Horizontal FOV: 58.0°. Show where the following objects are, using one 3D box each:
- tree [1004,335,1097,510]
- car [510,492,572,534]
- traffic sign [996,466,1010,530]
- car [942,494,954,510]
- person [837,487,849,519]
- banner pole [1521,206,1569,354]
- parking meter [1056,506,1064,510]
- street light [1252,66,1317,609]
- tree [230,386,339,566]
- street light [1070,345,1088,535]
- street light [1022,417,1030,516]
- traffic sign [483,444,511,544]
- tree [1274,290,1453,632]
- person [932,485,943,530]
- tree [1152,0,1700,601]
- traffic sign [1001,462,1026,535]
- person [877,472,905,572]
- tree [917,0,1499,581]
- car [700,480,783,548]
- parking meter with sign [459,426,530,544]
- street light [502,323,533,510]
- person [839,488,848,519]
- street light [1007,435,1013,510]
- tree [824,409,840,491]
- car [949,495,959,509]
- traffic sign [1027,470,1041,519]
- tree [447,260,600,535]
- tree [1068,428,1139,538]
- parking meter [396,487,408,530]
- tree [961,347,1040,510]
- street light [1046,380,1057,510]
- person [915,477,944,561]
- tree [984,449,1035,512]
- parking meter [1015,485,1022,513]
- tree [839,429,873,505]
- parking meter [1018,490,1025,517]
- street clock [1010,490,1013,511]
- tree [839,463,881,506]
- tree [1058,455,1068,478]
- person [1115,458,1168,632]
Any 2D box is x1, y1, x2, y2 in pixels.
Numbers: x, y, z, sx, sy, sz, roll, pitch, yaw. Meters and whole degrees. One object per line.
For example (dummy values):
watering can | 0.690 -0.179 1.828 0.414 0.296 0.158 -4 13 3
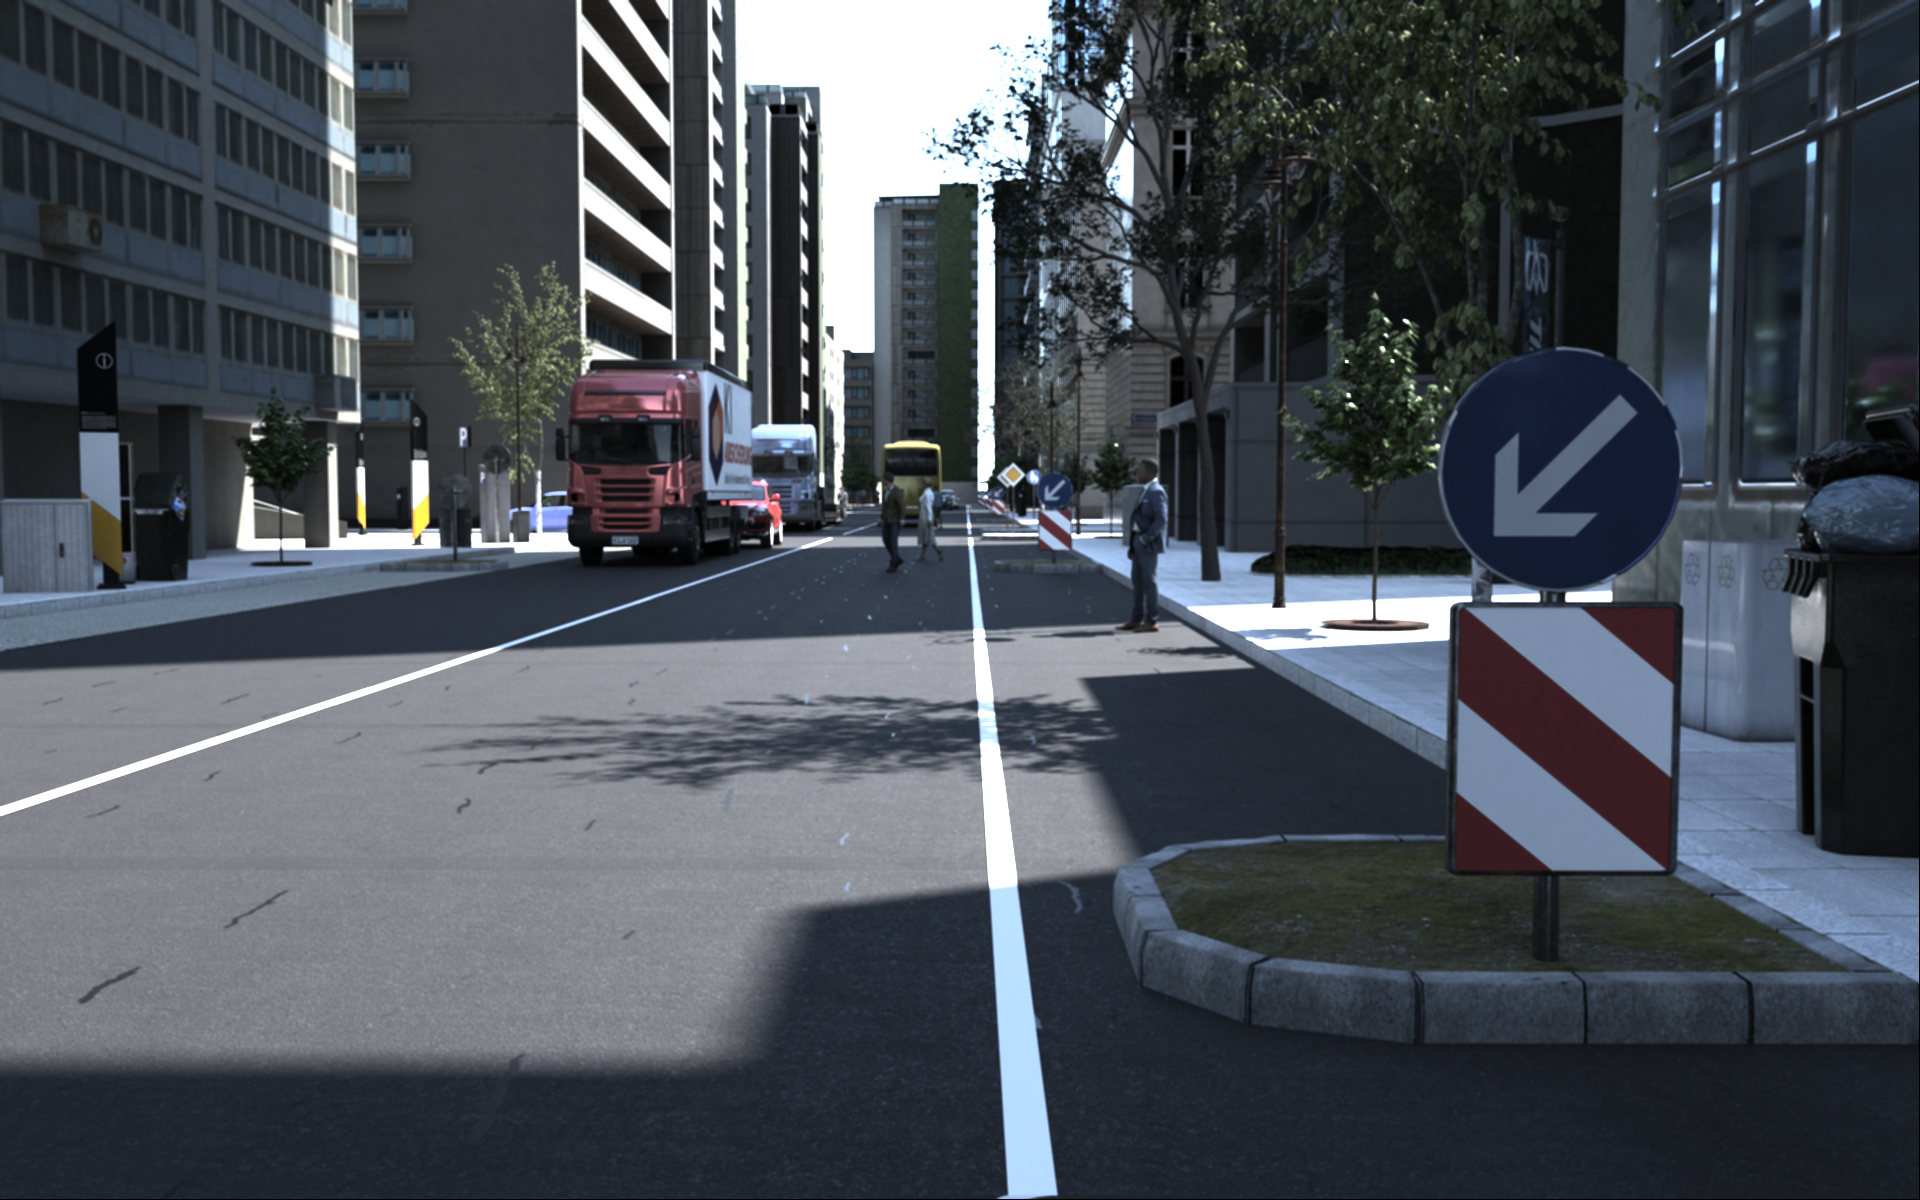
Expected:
tree | 4.134 -8.000 81.165 4.360 8.622 3.978 0 3 0
car | -13.760 -3.026 59.060 3.694 1.707 1.945 0 3 0
traffic sign | 1.702 -3.596 62.432 0.795 2.450 0.064 0 4 0
car | -1.579 -8.706 154.145 2.131 1.459 4.920 0 4 -1
person | -6.810 -5.578 99.483 0.659 1.850 0.755 2 4 29
banner pole | 5.062 -1.530 15.030 0.863 3.779 0.401 -3 5 -42
parking meter | 3.981 -3.714 69.127 0.372 1.533 0.369 0 3 0
street light | 3.589 -2.844 19.295 0.468 5.910 1.993 0 4 0
tree | -12.356 -2.240 31.225 1.663 3.219 1.824 0 3 0
street light | 3.696 -4.959 53.875 0.468 5.910 1.993 0 4 0
street light | 3.920 -7.997 103.546 0.468 5.910 1.993 0 4 0
traffic sign | -11.831 -2.699 44.241 0.768 2.556 0.104 1 4 10
tree | 3.849 -1.343 16.567 1.663 3.219 1.824 0 3 0
person | -0.897 -3.680 69.016 0.601 1.785 0.444 -2 4 -34
tree | 3.456 -3.774 12.070 4.737 8.622 4.395 0 3 0
traffic sign | 1.674 -3.107 54.447 0.795 2.450 0.064 0 4 0
person | -1.272 -1.449 32.099 0.656 1.842 0.836 1 4 19
tree | 3.705 -5.582 25.673 8.767 10.594 7.601 0 4 -6
car | -6.017 -2.372 47.450 2.281 1.827 5.304 0 4 -2
parking meter with sign | -12.101 -2.989 45.125 1.738 3.016 0.543 -3 5 -41
street light | -11.938 -4.529 46.841 0.468 5.910 1.993 0 4 0
person | -6.643 -5.464 98.044 0.583 1.804 0.606 -2 4 -33
street light | 3.988 -10.020 136.617 0.468 5.910 1.993 0 4 0
tree | -11.733 -11.687 141.441 4.360 8.622 3.978 0 3 0
car | -1.072 -9.450 166.874 2.083 1.381 4.827 0 4 -1
traffic sign | 3.851 -5.499 90.013 0.768 2.556 0.104 0 4 3
tree | -13.412 -6.334 53.931 4.737 8.622 4.395 0 3 0
tree | 4.309 -3.425 50.607 1.663 3.219 1.824 0 3 0
parking meter | -20.129 -3.308 62.495 0.372 1.533 0.369 0 3 0
tree | 5.118 -14.285 143.928 12.009 13.543 11.850 0 3 0
street light | 3.727 -5.975 70.474 0.468 5.910 1.993 0 4 0
person | -0.644 -1.727 36.958 0.641 1.798 0.478 1 4 23
tree | 3.856 -8.713 126.165 4.285 4.588 4.351 0 3 0
parking meter | 3.958 -6.791 116.741 0.399 1.863 0.255 -2 4 -35
tree | -11.530 -14.935 194.548 4.737 8.622 4.395 0 3 0
parking meter | 3.494 -5.512 98.538 0.372 1.533 0.369 0 3 0
street clock | 3.926 -7.715 130.713 0.471 2.002 0.358 0 4 6
tree | -11.371 -12.326 185.237 4.285 4.588 4.351 0 3 0
tree | 4.810 -4.781 72.769 1.663 3.219 1.824 0 3 0
person | 1.943 -0.573 18.044 0.419 1.800 0.721 -1 4 -17
